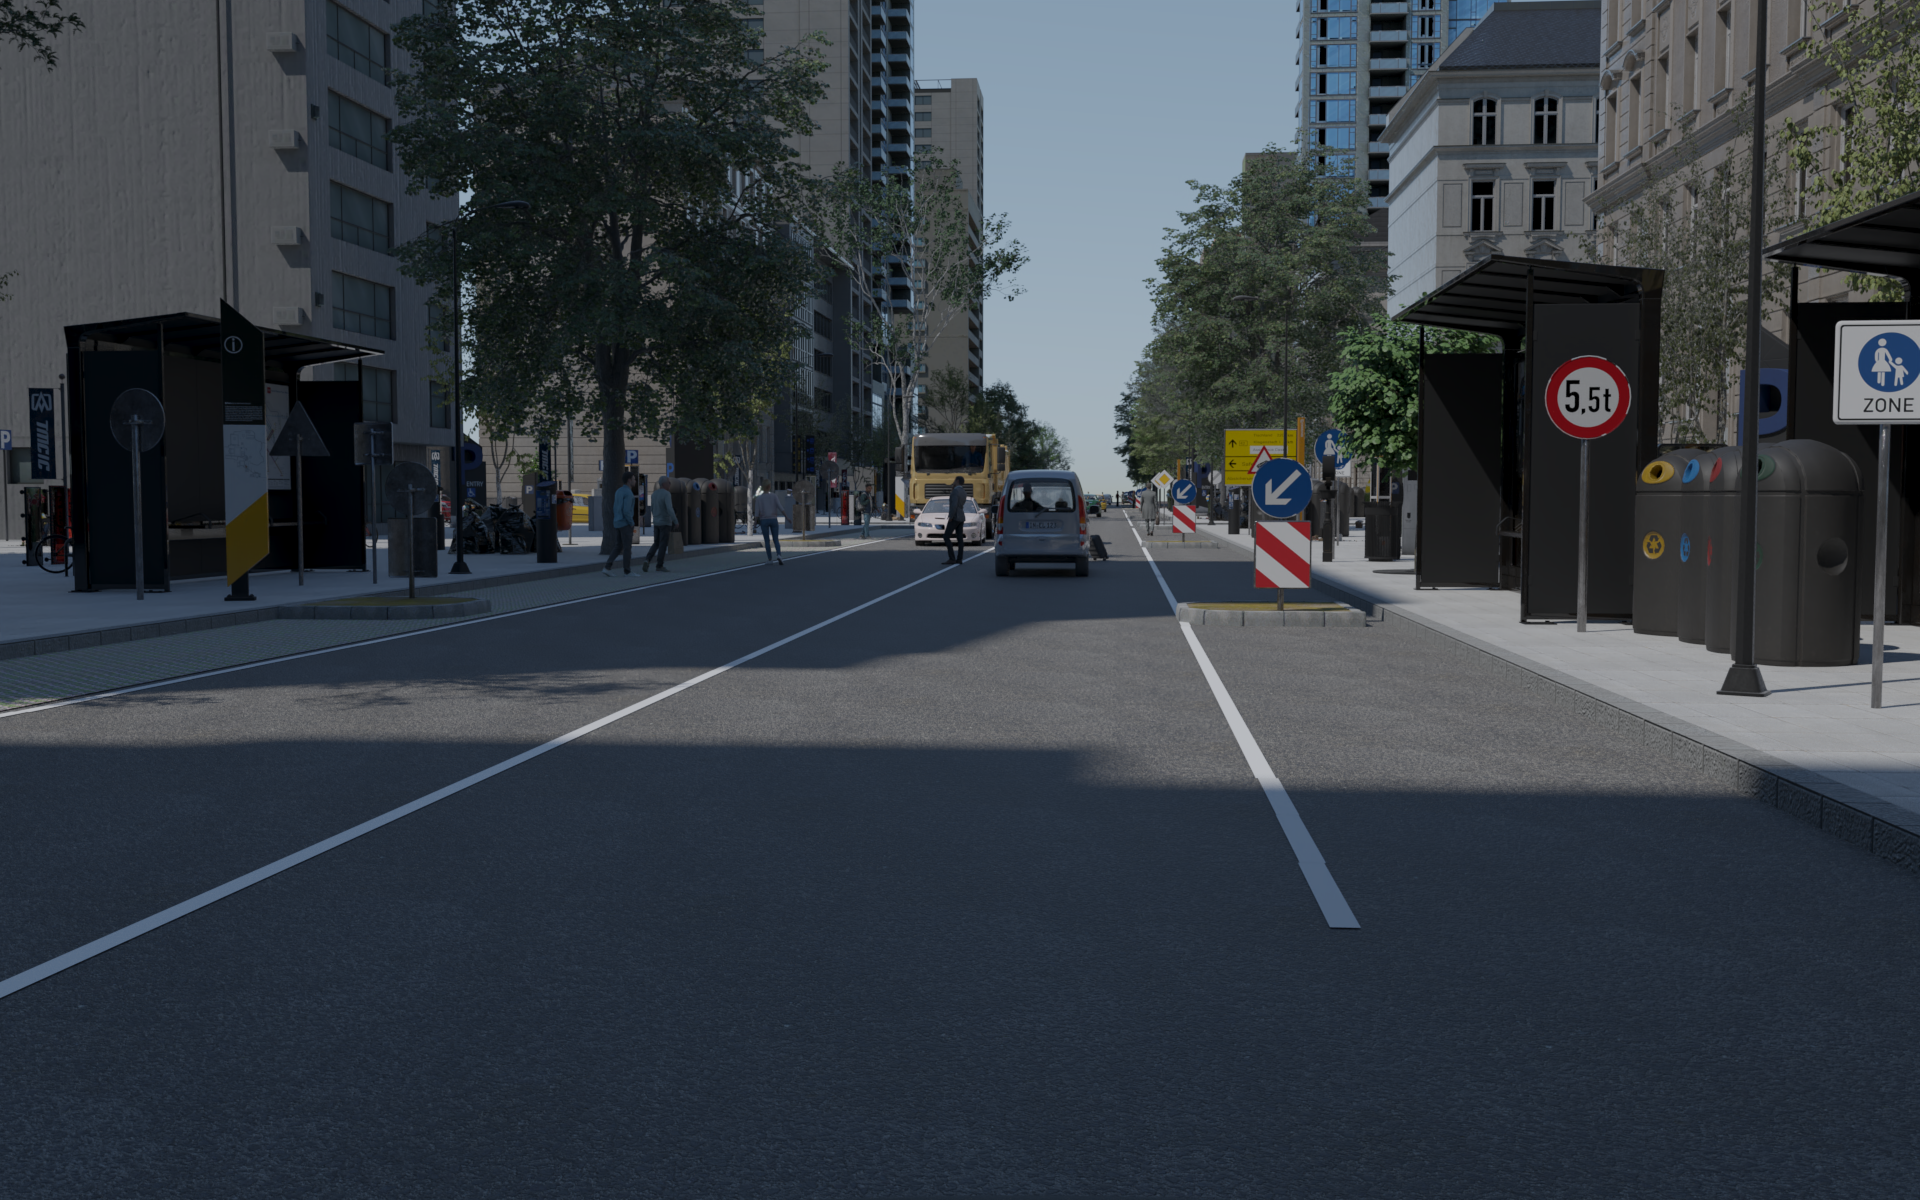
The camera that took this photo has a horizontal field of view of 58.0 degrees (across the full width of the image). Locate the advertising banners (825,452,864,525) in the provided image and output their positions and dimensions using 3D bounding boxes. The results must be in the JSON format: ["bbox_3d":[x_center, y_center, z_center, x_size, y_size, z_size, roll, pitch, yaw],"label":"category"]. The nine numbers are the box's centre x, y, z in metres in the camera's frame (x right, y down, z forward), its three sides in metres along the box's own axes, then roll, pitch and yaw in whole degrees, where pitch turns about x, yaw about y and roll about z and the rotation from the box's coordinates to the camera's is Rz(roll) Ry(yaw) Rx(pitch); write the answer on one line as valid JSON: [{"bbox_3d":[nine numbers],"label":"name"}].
[{"bbox_3d":[-4.730,-4.606,71.490,2.074,3.025,0.090,3,5,43],"label":"advertising banners"}]

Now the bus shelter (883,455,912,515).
[{"bbox_3d":[-3.535,-7.116,107.626,1.731,3.624,6.357,0,4,5],"label":"bus shelter"}]

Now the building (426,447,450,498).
[{"bbox_3d":[-41.156,-17.210,99.412,19.932,24.808,12.078,0,4,5],"label":"building"}]

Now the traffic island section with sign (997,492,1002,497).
[{"bbox_3d":[3.048,-7.393,129.495,1.989,1.847,2.006,0,4,5],"label":"traffic island section with sign"}]

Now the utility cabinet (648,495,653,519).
[{"bbox_3d":[-16.284,-4.874,90.850,1.020,1.237,0.306,3,5,39],"label":"utility cabinet"}]

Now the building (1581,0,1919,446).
[{"bbox_3d":[25.758,-15.162,45.169,12.463,27.353,25.104,0,4,5],"label":"building"}]

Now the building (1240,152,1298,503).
[{"bbox_3d":[40.898,-32.166,209.506,14.154,41.232,14.086,0,4,5],"label":"building"}]

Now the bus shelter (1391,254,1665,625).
[{"bbox_3d":[6.322,-1.757,20.005,1.731,3.624,6.357,0,4,5],"label":"bus shelter"}]

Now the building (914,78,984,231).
[{"bbox_3d":[-4.211,-52.911,303.348,20.563,71.187,20.611,0,4,5],"label":"building"}]

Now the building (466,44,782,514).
[{"bbox_3d":[-19.096,-18.764,104.056,12.463,27.353,25.104,0,4,5],"label":"building"}]

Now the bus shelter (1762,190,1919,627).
[{"bbox_3d":[8.315,-1.383,13.890,1.731,3.624,6.357,0,4,5],"label":"bus shelter"}]

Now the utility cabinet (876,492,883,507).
[{"bbox_3d":[-7.008,-8.798,152.530,0.318,1.500,1.173,2,4,28],"label":"utility cabinet"}]

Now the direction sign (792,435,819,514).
[{"bbox_3d":[-6.031,-4.576,66.812,0.876,3.537,0.379,0,4,6],"label":"direction sign"}]

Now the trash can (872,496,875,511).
[{"bbox_3d":[-6.658,-7.164,128.784,0.748,1.137,0.748,0,3,0],"label":"trash can"}]

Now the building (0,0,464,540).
[{"bbox_3d":[-23.935,-17.272,54.093,14.107,30.474,14.160,0,4,5],"label":"building"}]

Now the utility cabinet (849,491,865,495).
[{"bbox_3d":[-6.350,-6.066,107.861,1.173,1.500,0.318,-1,4,-11],"label":"utility cabinet"}]

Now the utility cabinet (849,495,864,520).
[{"bbox_3d":[-4.976,-4.541,85.402,1.020,1.237,0.306,0,4,5],"label":"utility cabinet"}]

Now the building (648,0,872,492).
[{"bbox_3d":[-17.014,-44.497,165.777,20.563,71.187,20.611,0,4,5],"label":"building"}]

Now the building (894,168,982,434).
[{"bbox_3d":[-8.506,-38.980,261.029,21.300,48.544,21.600,0,4,5],"label":"building"}]

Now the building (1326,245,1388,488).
[{"bbox_3d":[31.703,-15.768,122.426,10.561,19.102,19.286,0,4,5],"label":"building"}]

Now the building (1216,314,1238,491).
[{"bbox_3d":[45.497,-29.834,259.489,14.160,30.474,14.107,0,4,5],"label":"building"}]

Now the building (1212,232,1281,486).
[{"bbox_3d":[51.943,-38.316,281.098,22.147,44.769,28.867,0,4,5],"label":"building"}]

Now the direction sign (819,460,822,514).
[{"bbox_3d":[-9.432,-7.476,114.232,0.876,3.537,0.379,2,4,32],"label":"direction sign"}]

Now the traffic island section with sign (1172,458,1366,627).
[{"bbox_3d":[3.477,-0.676,19.679,1.989,1.847,2.006,0,4,5],"label":"traffic island section with sign"}]

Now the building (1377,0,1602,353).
[{"bbox_3d":[46.209,-19.412,93.796,44.131,29.872,17.030,0,4,5],"label":"building"}]

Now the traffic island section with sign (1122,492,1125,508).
[{"bbox_3d":[13.157,-7.289,127.797,1.989,1.847,2.006,0,4,5],"label":"traffic island section with sign"}]

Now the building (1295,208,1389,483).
[{"bbox_3d":[33.450,-19.138,141.792,11.050,23.489,19.941,0,4,5],"label":"building"}]

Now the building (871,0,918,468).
[{"bbox_3d":[-15.589,-53.767,191.758,22.319,86.520,31.000,0,4,5],"label":"building"}]

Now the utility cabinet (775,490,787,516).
[{"bbox_3d":[-10.291,-5.703,101.921,1.173,1.500,0.318,0,4,-7],"label":"utility cabinet"}]

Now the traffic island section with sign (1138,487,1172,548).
[{"bbox_3d":[5.878,-2.318,46.527,1.989,1.847,2.006,0,4,5],"label":"traffic island section with sign"}]

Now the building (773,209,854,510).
[{"bbox_3d":[-17.243,-19.116,131.611,14.314,24.678,30.058,0,4,5],"label":"building"}]

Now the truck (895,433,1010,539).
[{"bbox_3d":[0.053,-3.774,57.626,3.469,3.379,9.791,0,4,6],"label":"truck"}]

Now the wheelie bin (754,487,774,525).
[{"bbox_3d":[-8.241,-3.979,72.964,0.980,1.594,0.693,1,4,18],"label":"wheelie bin"}]

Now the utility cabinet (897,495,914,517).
[{"bbox_3d":[-3.009,-5.230,96.677,1.020,1.237,0.306,-1,4,-10],"label":"utility cabinet"}]

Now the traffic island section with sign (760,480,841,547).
[{"bbox_3d":[-4.305,-2.372,47.403,1.989,1.847,2.006,0,4,5],"label":"traffic island section with sign"}]

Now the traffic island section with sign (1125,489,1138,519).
[{"bbox_3d":[10.747,-5.645,100.926,1.989,1.847,2.006,0,4,5],"label":"traffic island section with sign"}]

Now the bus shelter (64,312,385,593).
[{"bbox_3d":[-10.555,-2.094,25.518,1.731,3.624,6.357,0,4,5],"label":"bus shelter"}]

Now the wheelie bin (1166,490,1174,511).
[{"bbox_3d":[16.169,-7.597,132.119,0.980,1.594,0.693,-1,4,-11],"label":"wheelie bin"}]

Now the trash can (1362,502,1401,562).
[{"bbox_3d":[8.000,-1.300,32.910,0.748,1.137,0.748,0,3,0],"label":"trash can"}]

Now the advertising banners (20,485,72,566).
[{"bbox_3d":[-16.462,-2.162,31.538,0.090,3.025,2.074,0,4,4],"label":"advertising banners"}]

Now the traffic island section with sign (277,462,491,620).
[{"bbox_3d":[-6.707,-0.729,20.554,1.989,1.847,2.006,0,4,5],"label":"traffic island section with sign"}]

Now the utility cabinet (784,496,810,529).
[{"bbox_3d":[-6.003,-3.234,64.041,1.020,1.237,0.306,2,4,33],"label":"utility cabinet"}]

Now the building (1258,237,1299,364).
[{"bbox_3d":[40.304,-25.909,195.319,14.160,30.474,14.107,0,4,5],"label":"building"}]

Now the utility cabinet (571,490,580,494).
[{"bbox_3d":[-19.405,-4.794,87.058,0.318,1.500,1.173,-2,4,-30],"label":"utility cabinet"}]

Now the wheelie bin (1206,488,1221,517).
[{"bbox_3d":[14.241,-5.430,96.685,0.980,1.594,0.693,-1,4,-22],"label":"wheelie bin"}]

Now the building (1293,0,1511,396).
[{"bbox_3d":[41.859,-52.489,170.868,22.319,86.520,31.000,0,4,5],"label":"building"}]

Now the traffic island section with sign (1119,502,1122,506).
[{"bbox_3d":[17.710,-10.405,178.747,1.989,1.847,2.006,0,4,5],"label":"traffic island section with sign"}]

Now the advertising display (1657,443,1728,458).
[{"bbox_3d":[9.303,-1.032,22.085,0.974,1.923,0.123,0,4,-5],"label":"advertising display"}]

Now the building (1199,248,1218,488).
[{"bbox_3d":[49.092,-39.940,303.133,14.600,45.320,14.200,0,4,5],"label":"building"}]

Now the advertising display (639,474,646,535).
[{"bbox_3d":[-10.445,-3.038,54.882,0.974,1.923,0.123,0,4,4],"label":"advertising display"}]
